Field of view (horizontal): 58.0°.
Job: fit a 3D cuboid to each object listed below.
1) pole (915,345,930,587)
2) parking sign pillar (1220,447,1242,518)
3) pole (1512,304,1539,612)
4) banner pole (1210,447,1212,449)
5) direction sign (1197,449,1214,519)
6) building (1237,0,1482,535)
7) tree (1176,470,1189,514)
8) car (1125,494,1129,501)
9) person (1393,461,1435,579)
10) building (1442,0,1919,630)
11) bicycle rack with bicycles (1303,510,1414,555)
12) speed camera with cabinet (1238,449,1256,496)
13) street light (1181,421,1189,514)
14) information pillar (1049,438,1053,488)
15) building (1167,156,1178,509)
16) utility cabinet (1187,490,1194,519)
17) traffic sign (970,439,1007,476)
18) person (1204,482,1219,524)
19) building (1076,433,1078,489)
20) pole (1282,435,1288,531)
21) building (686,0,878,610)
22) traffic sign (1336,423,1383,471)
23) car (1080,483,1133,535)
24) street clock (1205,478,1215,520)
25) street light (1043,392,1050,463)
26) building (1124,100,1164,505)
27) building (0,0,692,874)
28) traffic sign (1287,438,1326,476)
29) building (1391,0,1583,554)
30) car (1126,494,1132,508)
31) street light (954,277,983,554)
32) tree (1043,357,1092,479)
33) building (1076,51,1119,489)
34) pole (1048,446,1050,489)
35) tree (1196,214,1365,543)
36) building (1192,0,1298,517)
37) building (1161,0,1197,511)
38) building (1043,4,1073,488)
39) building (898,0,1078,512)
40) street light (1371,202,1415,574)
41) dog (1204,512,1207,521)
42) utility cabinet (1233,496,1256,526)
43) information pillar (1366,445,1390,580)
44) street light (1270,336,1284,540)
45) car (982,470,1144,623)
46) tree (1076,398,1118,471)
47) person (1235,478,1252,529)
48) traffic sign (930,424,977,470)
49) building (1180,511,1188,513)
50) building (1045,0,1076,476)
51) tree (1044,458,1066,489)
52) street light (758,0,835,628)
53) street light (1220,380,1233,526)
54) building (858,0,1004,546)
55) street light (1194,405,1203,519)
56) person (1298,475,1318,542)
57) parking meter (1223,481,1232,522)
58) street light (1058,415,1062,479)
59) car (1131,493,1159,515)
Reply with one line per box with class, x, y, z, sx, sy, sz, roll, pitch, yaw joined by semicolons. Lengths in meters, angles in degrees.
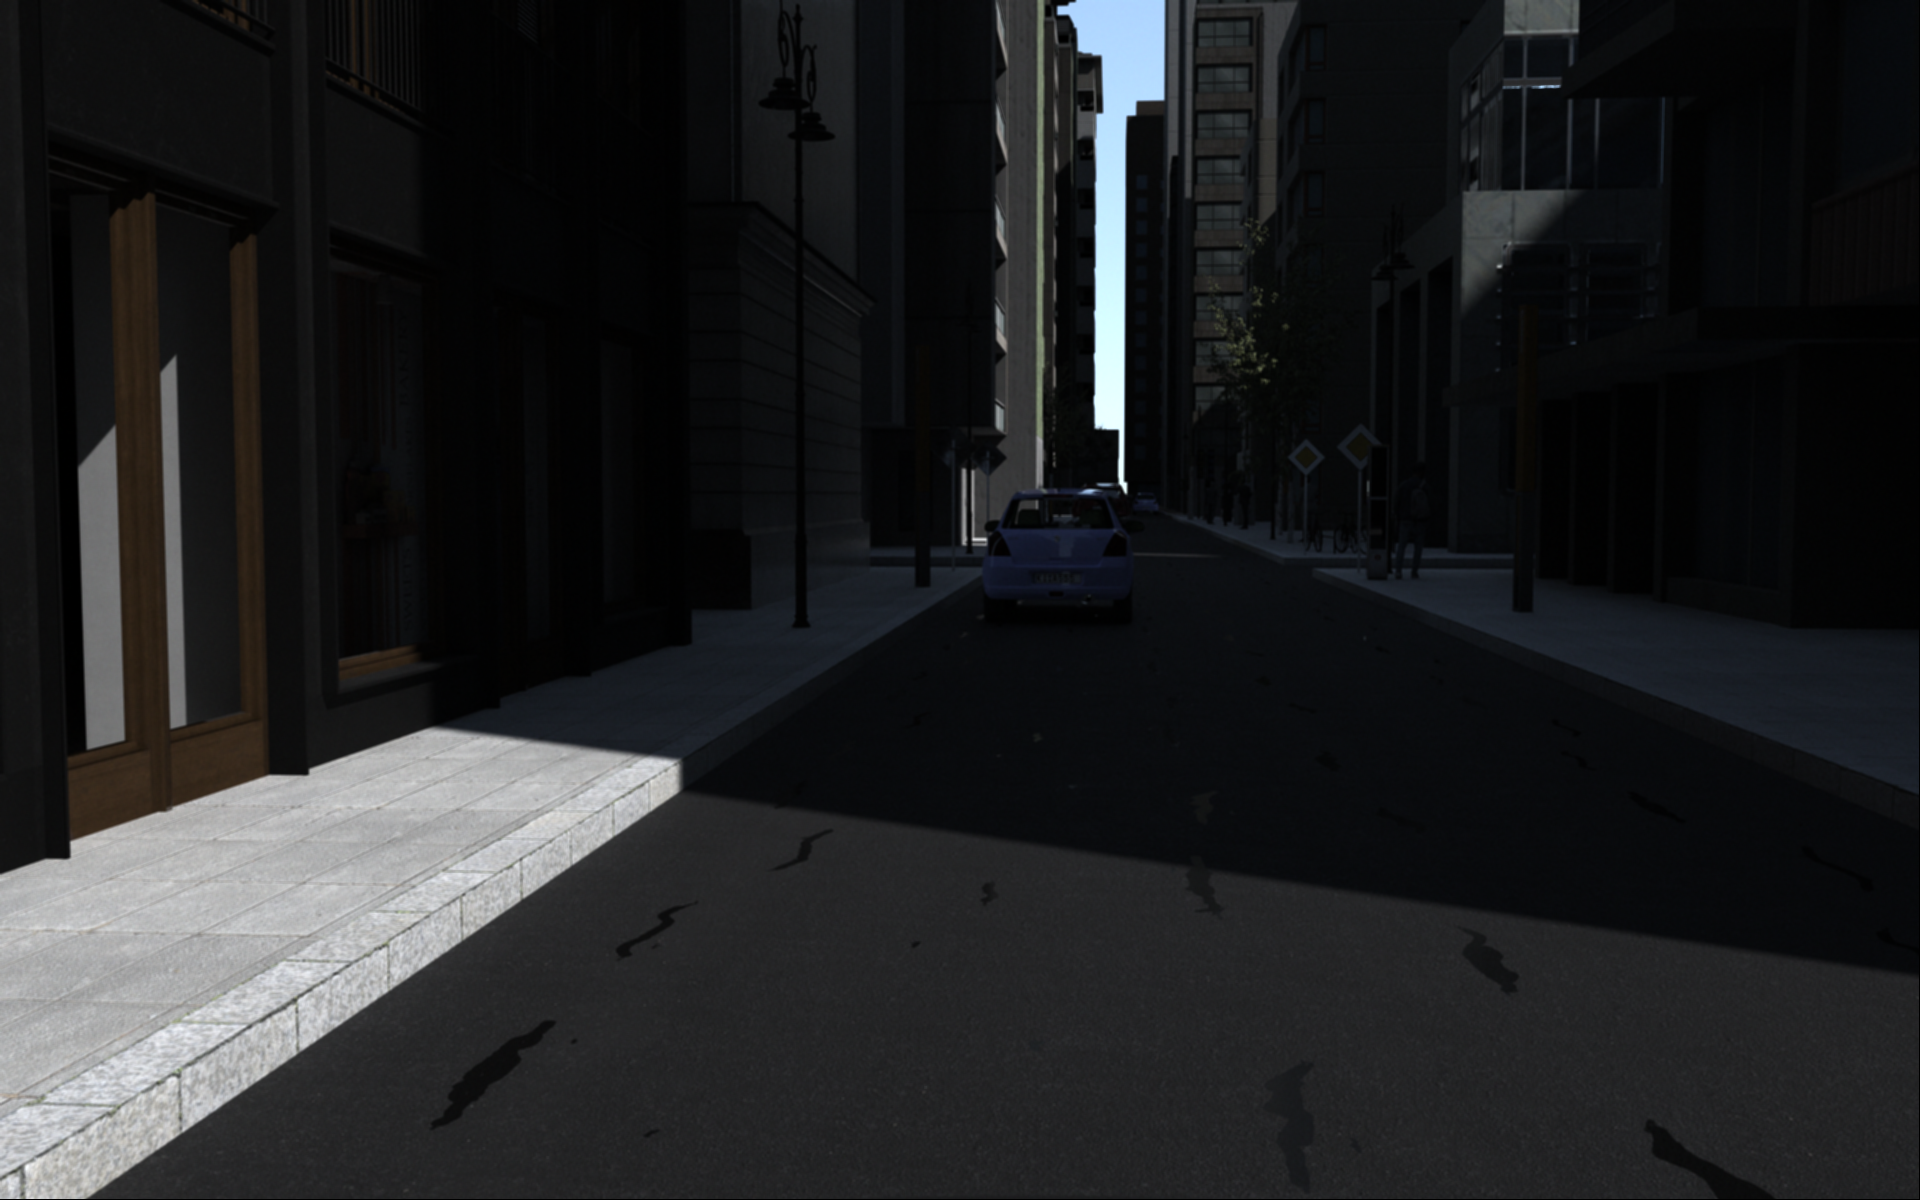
pole;-0.515;-1.834;23.837;0.158;3.312;0.155;0;3;0
parking sign pillar;14.890;-6.469;94.244;1.447;3.967;1.447;-1;4;-22
pole;6.131;-1.525;18.774;0.158;3.312;0.155;0;3;0
banner pole;13.219;-6.201;91.401;0.401;3.779;0.863;0;4;8
direction sign;12.465;-5.870;87.966;0.876;3.537;0.379;0;4;-1
building;26.807;-13.968;73.422;27.650;21.520;28.899;0;4;5
tree;15.321;-7.315;114.198;1.663;3.219;1.824;0;3;0
car;13.886;-8.630;150.683;1.945;1.707;3.694;0;4;5
person;6.880;-1.216;26.266;0.623;1.781;0.721;1;4;17
building;17.278;-21.849;11.851;22.147;44.769;28.867;0;4;5
bicycle rack with bicycles;8.816;-1.496;37.844;2.852;0.926;2.925;0;4;3
speed camera with cabinet;12.485;-4.951;75.287;0.660;3.252;2.038;1;4;15
street light;14.294;-8.392;110.002;0.468;5.910;1.993;0;4;5
information pillar;3.781;-4.913;71.678;0.183;3.616;0.504;1;4;13
building;25.042;-23.138;150.000;14.160;30.474;14.107;0;4;5
utility cabinet;11.736;-4.857;88.086;0.318;1.500;1.173;0;4;8
traffic sign;0.580;-2.117;36.809;0.795;2.593;0.064;0;4;5
person;10.776;-4.141;73.918;0.661;1.801;0.590;2;4;30
building;-3.605;-52.796;175.881;31.000;86.520;22.319;0;4;5
pole;11.219;-4.028;59.700;0.158;3.312;0.155;0;3;0
building;-10.933;-9.753;24.091;19.286;19.102;10.561;0;4;5
traffic sign;6.541;-1.594;28.246;0.795;2.593;0.064;0;4;5
car;5.098;-3.284;62.372;2.281;1.827;5.304;0;4;5
street clock;10.945;-4.356;75.785;0.358;2.002;0.471;3;4;38
street light;3.811;-6.451;78.264;0.468;5.910;1.993;0;4;5
building;26.221;-33.644;200.194;14.200;45.320;14.600;0;4;5
building;-9.121;-10.834;6.820;12.332;23.373;15.834;0;4;5
traffic sign;7.246;-2.080;36.200;0.795;2.593;0.064;0;4;5
building;27.104;-44.751;44.344;31.000;86.520;22.319;0;4;5
car;16.923;-10.295;180.124;2.131;1.459;4.920;0;4;4
street light;0.204;-3.929;37.019;0.468;5.910;1.993;0;4;5
tree;4.959;-8.801;94.261;4.737;8.622;4.395;0;3;0
building;5.439;-37.889;208.727;27.495;52.752;28.713;0;4;5
pole;3.829;-4.840;72.971;0.158;3.312;0.155;0;3;0
tree;8.383;-5.786;44.964;4.737;8.622;4.395;0;3;0
building;20.748;-20.278;103.246;14.160;30.474;14.107;0;4;5
building;30.523;-38.402;169.863;21.231;58.520;28.212;0;4;5
building;-0.455;-20.320;103.933;14.160;30.474;14.107;0;4;5
building;2.811;-28.408;148.068;14.154;41.232;14.086;0;4;5
street light;6.914;-3.366;27.817;0.468;5.910;1.993;0;4;5
dog;11.913;-4.049;83.938;0.550;0.427;0.748;2;4;28
utility cabinet;11.666;-3.661;71.013;1.020;1.237;0.306;-3;4;-39
information pillar;6.258;-1.313;25.954;0.304;2.012;0.304;1;4;9
street light;8.833;-4.645;48.727;0.468;5.910;1.993;0;4;5
car;1.225;-0.676;20.649;1.945;1.707;3.694;0;4;5
tree;10.498;-13.854;160.928;8.767;10.594;7.601;0;4;-8
person;10.372;-3.553;63.497;0.474;1.900;0.648;2;4;29
traffic sign;-0.125;-1.631;28.855;0.795;2.593;0.064;0;4;5
building;26.647;-35.816;127.588;21.231;58.520;28.212;0;4;5
building;-2.838;-28.877;126.755;22.147;44.769;28.867;0;4;5
tree;3.507;-4.964;75.761;1.663;3.219;1.824;0;3;0
street light;-1.529;-2.674;16.512;0.468;5.910;1.993;0;4;5
street light;10.694;-5.922;69.607;0.468;5.910;1.993;0;4;5
building;-5.062;-22.100;44.927;14.154;41.232;14.086;0;4;5
street light;12.403;-7.158;89.823;0.468;5.910;1.993;0;4;5
person;9.311;-2.460;46.451;0.511;1.800;0.466;-2;4;-27
parking meter;12.280;-4.515;79.533;0.399;1.863;0.255;-2;4;-32
street light;5.683;-7.697;98.634;0.468;5.910;1.993;0;4;5
car;12.637;-6.642;118.190;1.945;1.707;3.694;0;4;4
